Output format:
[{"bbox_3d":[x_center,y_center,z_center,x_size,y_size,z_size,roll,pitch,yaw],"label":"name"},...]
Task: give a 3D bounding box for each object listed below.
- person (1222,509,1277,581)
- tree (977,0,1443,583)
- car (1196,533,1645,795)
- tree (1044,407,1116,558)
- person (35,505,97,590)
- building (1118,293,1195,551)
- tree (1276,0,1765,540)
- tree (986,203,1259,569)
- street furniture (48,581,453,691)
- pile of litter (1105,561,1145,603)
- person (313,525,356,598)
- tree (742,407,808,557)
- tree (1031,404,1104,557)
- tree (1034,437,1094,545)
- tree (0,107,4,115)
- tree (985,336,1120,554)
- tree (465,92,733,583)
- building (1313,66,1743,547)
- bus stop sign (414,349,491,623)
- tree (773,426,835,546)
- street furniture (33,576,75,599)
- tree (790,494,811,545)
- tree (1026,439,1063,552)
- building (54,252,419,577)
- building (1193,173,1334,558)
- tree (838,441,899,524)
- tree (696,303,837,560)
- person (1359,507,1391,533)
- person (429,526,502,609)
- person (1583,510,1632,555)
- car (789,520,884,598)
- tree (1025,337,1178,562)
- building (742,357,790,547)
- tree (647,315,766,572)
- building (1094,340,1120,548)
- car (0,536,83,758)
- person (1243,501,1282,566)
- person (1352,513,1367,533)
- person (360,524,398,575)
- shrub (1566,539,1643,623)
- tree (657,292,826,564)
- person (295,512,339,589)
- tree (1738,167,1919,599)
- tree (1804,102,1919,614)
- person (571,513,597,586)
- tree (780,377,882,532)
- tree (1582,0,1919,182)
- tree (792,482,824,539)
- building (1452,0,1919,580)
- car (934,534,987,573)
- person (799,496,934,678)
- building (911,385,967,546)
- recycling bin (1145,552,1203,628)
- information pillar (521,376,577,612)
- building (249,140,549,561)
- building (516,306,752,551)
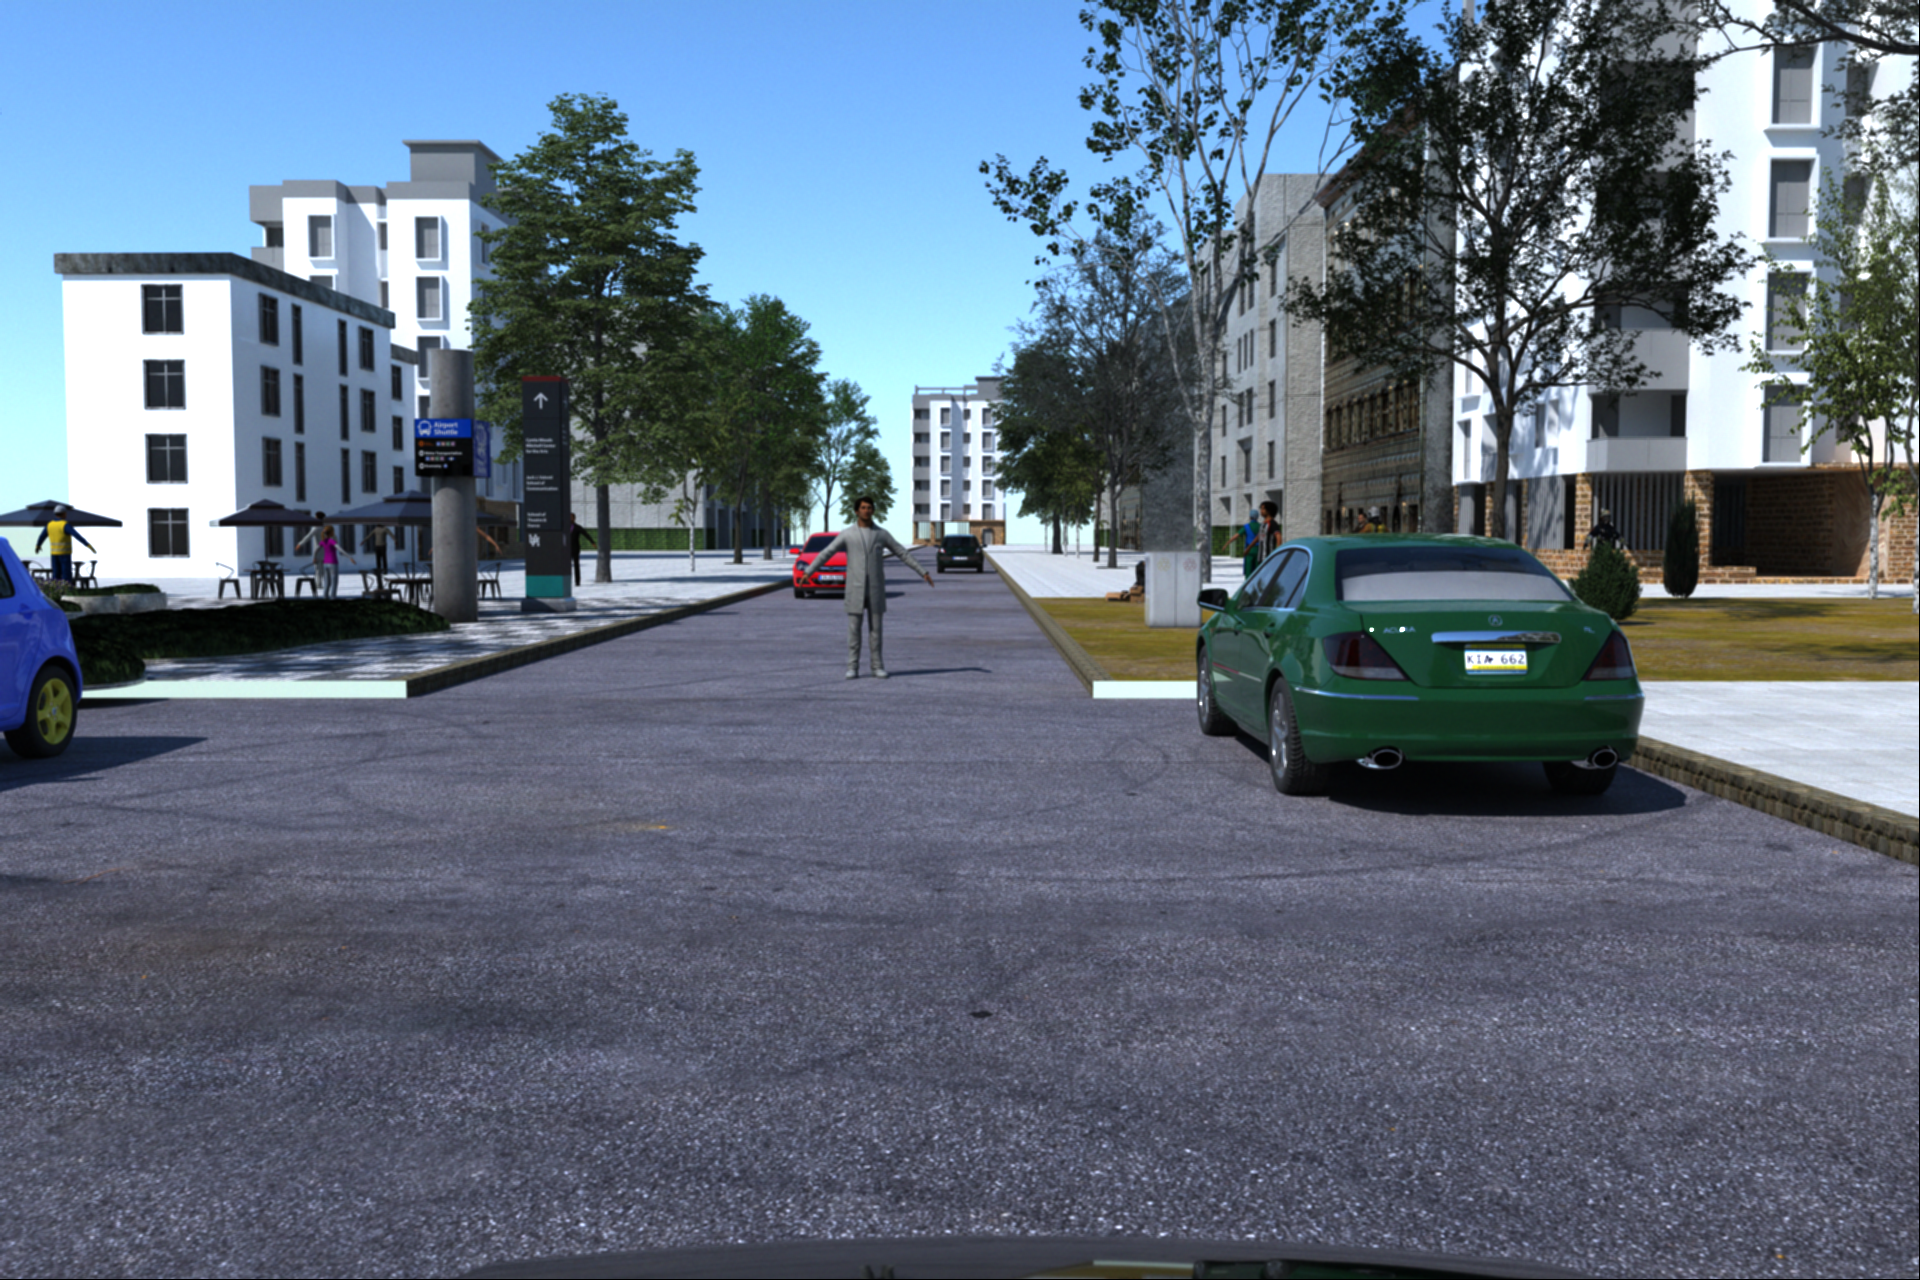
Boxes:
[{"bbox_3d":[6.377,-1.930,37.674,1.347,1.817,0.704,0,4,-6],"label":"person"},{"bbox_3d":[6.917,-11.627,45.987,12.611,20.169,13.585,0,3,0],"label":"tree"},{"bbox_3d":[2.650,0.052,10.952,2.131,1.459,4.920,0,4,-1],"label":"car"},{"bbox_3d":[6.237,-8.577,90.592,4.737,8.622,4.395,0,3,0],"label":"tree"},{"bbox_3d":[-17.121,-1.657,33.056,1.349,1.833,0.705,1,4,14],"label":"person"},{"bbox_3d":[22.690,-18.718,136.960,19.493,23.208,18.063,0,3,0],"label":"building"},{"bbox_3d":[8.469,-5.606,26.078,7.601,10.594,8.767,-1,4,-10],"label":"tree"},{"bbox_3d":[5.820,-9.410,64.229,12.009,13.543,11.850,0,3,0],"label":"tree"},{"bbox_3d":[-9.344,-0.196,18.831,5.734,0.657,10.072,0,4,7],"label":"street furniture"},{"bbox_3d":[3.347,-1.166,33.034,1.176,0.858,1.719,0,4,0],"label":"pile of litter"},{"bbox_3d":[-10.709,-1.244,29.600,0.991,1.433,0.599,2,4,28],"label":"person"},{"bbox_3d":[-9.854,-8.816,94.509,4.737,8.622,4.395,0,3,0],"label":"tree"},{"bbox_3d":[6.221,-9.024,97.911,4.737,8.622,4.395,0,3,0],"label":"tree"},{"bbox_3d":[12.945,-18.603,210.814,9.857,13.997,8.962,0,3,0],"label":"tree"},{"bbox_3d":[-12.221,-4.835,13.465,8.767,10.594,7.601,-2,4,-30],"label":"tree"},{"bbox_3d":[6.192,-12.448,110.176,9.857,13.997,8.962,0,3,0],"label":"tree"},{"bbox_3d":[-9.693,-7.797,45.607,7.486,12.596,7.792,0,3,0],"label":"tree"},{"bbox_3d":[25.442,-14.538,68.620,19.493,23.208,18.063,0,4,1],"label":"building"},{"bbox_3d":[-7.316,-2.202,25.027,0.837,3.901,0.837,0,4,2],"label":"bus stop sign"},{"bbox_3d":[-9.147,-9.419,104.357,4.360,8.622,3.978,0,3,0],"label":"tree"},{"bbox_3d":[-16.759,-1.191,26.322,11.010,1.723,9.812,-3,5,-40],"label":"street furniture"},{"bbox_3d":[-19.496,-15.688,206.861,4.360,8.622,3.978,0,3,0],"label":"tree"},{"bbox_3d":[5.837,-10.497,121.987,4.360,8.622,3.978,0,3,0],"label":"tree"},{"bbox_3d":[-25.949,-7.569,65.898,9.099,9.664,28.070,0,4,1],"label":"building"},{"bbox_3d":[23.119,-13.897,93.669,16.747,18.905,31.486,0,4,0],"label":"building"},{"bbox_3d":[-11.206,-17.975,212.013,7.486,12.596,7.792,0,3,0],"label":"tree"},{"bbox_3d":[-9.683,-10.201,84.905,7.486,12.596,7.792,0,3,0],"label":"tree"},{"bbox_3d":[8.683,-1.878,36.468,1.354,1.858,0.705,-2,4,-24],"label":"person"},{"bbox_3d":[-8.447,-1.395,29.615,1.217,1.733,0.721,-1,4,-10],"label":"person"},{"bbox_3d":[15.444,-2.181,41.438,1.354,1.856,0.705,-1,4,-18],"label":"person"},{"bbox_3d":[-2.815,-1.893,39.999,2.155,1.783,4.494,0,3,0],"label":"car"},{"bbox_3d":[6.616,-8.886,79.692,7.601,10.594,8.767,-1,4,-16],"label":"tree"},{"bbox_3d":[-27.919,-19.323,182.390,16.747,18.905,31.486,0,4,0],"label":"building"},{"bbox_3d":[-9.036,-6.664,59.314,4.737,8.622,4.395,0,3,0],"label":"tree"},{"bbox_3d":[22.355,-18.346,166.420,16.747,18.905,31.486,0,4,0],"label":"building"},{"bbox_3d":[-6.642,-0.015,9.837,1.945,1.707,3.694,0,3,0],"label":"car"},{"bbox_3d":[5.017,-1.363,28.436,0.704,1.843,1.345,-1,4,-14],"label":"person"},{"bbox_3d":[10.005,-2.265,43.176,0.704,1.812,1.346,-2,4,-29],"label":"person"},{"bbox_3d":[-18.218,-2.955,54.450,1.348,1.813,0.705,1,4,16],"label":"person"},{"bbox_3d":[9.125,-0.819,24.504,1.383,1.207,1.383,0,3,0],"label":"shrub"},{"bbox_3d":[-9.331,-9.051,73.739,9.928,11.665,9.643,0,3,0],"label":"tree"},{"bbox_3d":[-14.977,-2.101,40.536,0.705,1.806,1.347,2,4,23],"label":"person"},{"bbox_3d":[17.753,-5.104,33.819,4.737,8.622,4.395,0,3,0],"label":"tree"},{"bbox_3d":[15.256,-4.736,27.789,4.360,8.622,3.978,0,3,0],"label":"tree"},{"bbox_3d":[-9.603,-2.240,42.856,1.346,1.802,0.704,1,4,10],"label":"person"},{"bbox_3d":[-8.754,-11.536,114.362,9.928,11.665,9.643,0,3,0],"label":"tree"},{"bbox_3d":[9.232,-6.223,12.119,12.009,13.543,11.850,0,3,0],"label":"tree"},{"bbox_3d":[-18.412,-16.075,213.186,4.360,8.622,3.978,0,3,0],"label":"tree"},{"bbox_3d":[21.784,-12.256,56.803,16.016,20.090,11.380,0,4,0],"label":"building"},{"bbox_3d":[0.019,-3.358,64.695,2.009,1.686,4.222,0,4,1],"label":"car"},{"bbox_3d":[-0.940,-0.527,17.260,1.347,1.806,0.705,-1,4,-11],"label":"person"},{"bbox_3d":[-5.677,-21.608,212.168,11.380,20.090,16.016,0,4,4],"label":"building"},{"bbox_3d":[2.949,-0.697,23.957,0.722,1.027,0.722,0,4,0],"label":"recycling bin"},{"bbox_3d":[-6.835,-2.405,28.696,0.750,3.857,0.750,0,4,0],"label":"information pillar"},{"bbox_3d":[-28.030,-13.954,84.573,16.016,20.090,11.380,0,4,0],"label":"building"},{"bbox_3d":[-28.364,-17.340,149.962,16.747,18.905,31.486,0,3,0],"label":"building"}]
